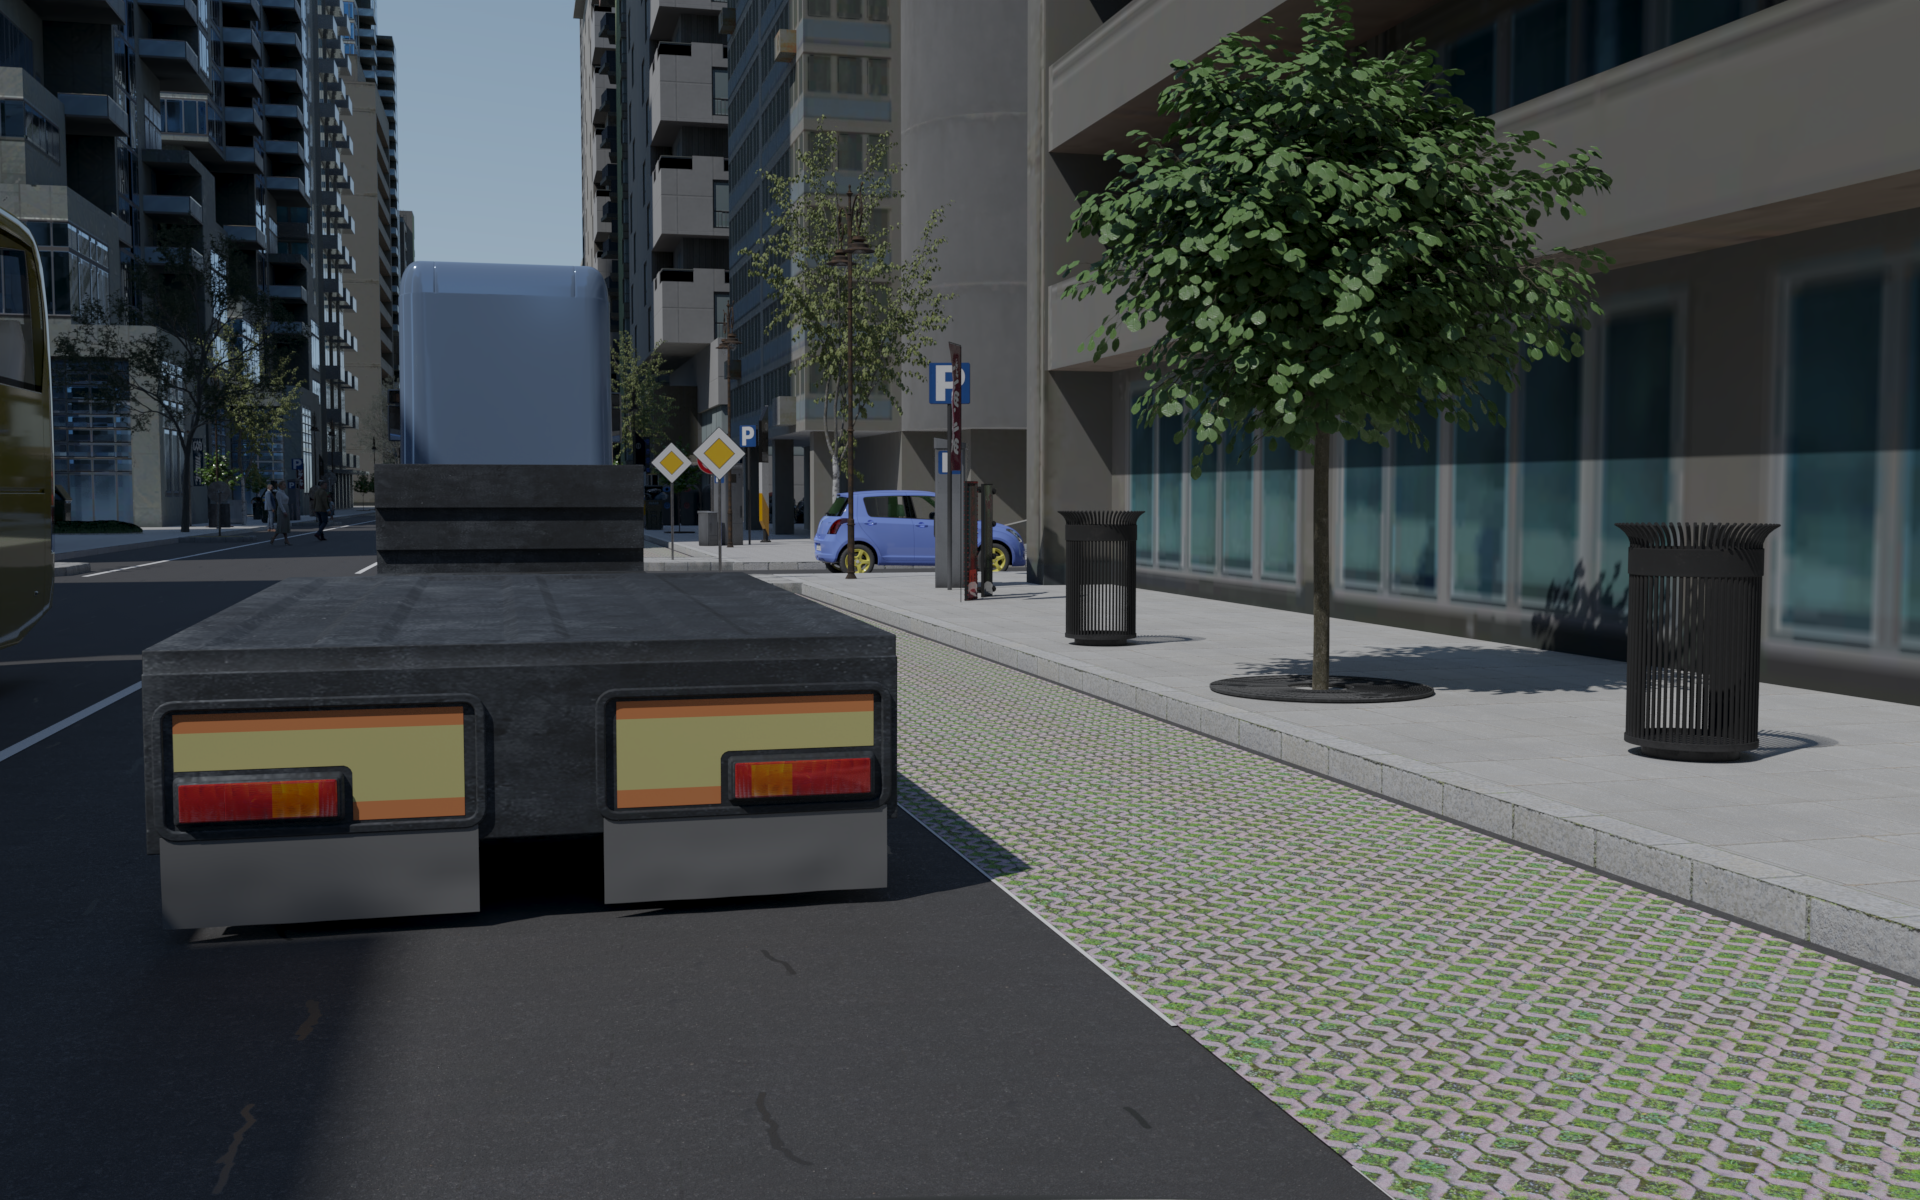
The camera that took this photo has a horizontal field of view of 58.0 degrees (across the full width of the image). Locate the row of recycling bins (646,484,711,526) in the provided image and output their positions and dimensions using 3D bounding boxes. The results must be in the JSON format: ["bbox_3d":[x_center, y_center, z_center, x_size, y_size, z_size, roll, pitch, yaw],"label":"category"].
[{"bbox_3d":[-11.474,-3.888,70.682,3.534,1.692,1.069,0,4,4],"label":"row of recycling bins"}]

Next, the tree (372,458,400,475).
[{"bbox_3d":[-51.905,-10.643,157.719,4.285,4.588,4.351,0,3,0],"label":"tree"}]

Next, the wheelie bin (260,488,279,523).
[{"bbox_3d":[-30.645,-4.226,77.005,0.693,1.594,0.980,0,4,-1],"label":"wheelie bin"}]

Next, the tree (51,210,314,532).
[{"bbox_3d":[-25.977,-7.537,57.635,8.767,10.594,7.601,-1,4,-21],"label":"tree"}]

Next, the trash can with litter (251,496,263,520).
[{"bbox_3d":[-35.366,-4.626,87.016,0.624,1.170,1.055,-2,4,-29],"label":"trash can with litter"}]

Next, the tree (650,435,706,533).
[{"bbox_3d":[-9.088,-3.802,56.761,1.663,3.219,1.824,0,3,0],"label":"tree"}]

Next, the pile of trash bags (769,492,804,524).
[{"bbox_3d":[-7.772,-4.371,81.225,1.912,1.369,3.447,-3,5,-43],"label":"pile of trash bags"}]

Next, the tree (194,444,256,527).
[{"bbox_3d":[-28.481,-4.419,66.849,1.663,3.219,1.824,0,3,0],"label":"tree"}]

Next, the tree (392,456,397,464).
[{"bbox_3d":[-61.060,-14.805,192.423,4.737,8.622,4.395,0,3,0],"label":"tree"}]

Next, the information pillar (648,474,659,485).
[{"bbox_3d":[-11.159,-3.582,63.060,0.304,2.012,0.304,-3,4,-36],"label":"information pillar"}]

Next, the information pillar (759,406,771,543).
[{"bbox_3d":[-5.182,-3.330,45.808,0.183,3.616,0.504,1,4,15],"label":"information pillar"}]

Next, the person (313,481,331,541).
[{"bbox_3d":[-19.602,-2.740,53.217,0.656,1.842,0.836,0,4,5],"label":"person"}]

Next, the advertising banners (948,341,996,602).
[{"bbox_3d":[0.144,-1.513,20.928,0.090,3.025,2.074,1,4,16],"label":"advertising banners"}]

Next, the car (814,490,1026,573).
[{"bbox_3d":[-0.688,-1.266,30.296,3.694,1.707,1.945,-1,4,-15],"label":"car"}]

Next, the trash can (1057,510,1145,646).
[{"bbox_3d":[1.202,-0.191,14.773,0.748,1.137,0.748,0,3,0],"label":"trash can"}]

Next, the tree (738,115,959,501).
[{"bbox_3d":[-2.269,-5.160,34.736,4.737,8.622,4.395,0,3,0],"label":"tree"}]

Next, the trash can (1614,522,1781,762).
[{"bbox_3d":[3.587,0.194,8.474,0.748,1.137,0.748,0,3,0],"label":"trash can"}]

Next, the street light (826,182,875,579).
[{"bbox_3d":[-1.647,-3.257,26.035,0.468,5.910,1.993,-1,4,-14],"label":"street light"}]

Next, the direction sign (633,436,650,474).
[{"bbox_3d":[-12.471,-4.640,67.854,0.379,3.537,0.876,3,4,37],"label":"direction sign"}]

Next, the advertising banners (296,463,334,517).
[{"bbox_3d":[-36.852,-6.280,98.857,2.074,3.025,0.090,-1,4,-14],"label":"advertising banners"}]

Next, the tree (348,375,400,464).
[{"bbox_3d":[-57.541,-16.357,177.802,12.009,13.543,11.850,0,3,0],"label":"tree"}]

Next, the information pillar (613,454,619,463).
[{"bbox_3d":[-20.183,-6.732,101.422,0.504,3.616,0.183,-3,5,-40],"label":"information pillar"}]

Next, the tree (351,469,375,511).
[{"bbox_3d":[-45.228,-8.375,131.525,1.663,3.219,1.824,0,3,0],"label":"tree"}]

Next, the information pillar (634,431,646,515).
[{"bbox_3d":[-11.868,-4.456,64.207,0.183,3.616,0.504,3,5,44],"label":"information pillar"}]

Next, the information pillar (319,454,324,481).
[{"bbox_3d":[-37.556,-6.761,101.890,0.183,3.616,0.504,0,4,4],"label":"information pillar"}]

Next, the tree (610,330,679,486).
[{"bbox_3d":[-14.371,-7.763,77.295,4.737,8.622,4.395,0,3,0],"label":"tree"}]

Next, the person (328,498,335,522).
[{"bbox_3d":[-32.074,-4.599,88.370,0.352,1.250,0.332,0,4,3],"label":"person"}]

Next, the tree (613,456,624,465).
[{"bbox_3d":[-17.175,-5.636,86.748,1.663,3.219,1.824,0,3,0],"label":"tree"}]

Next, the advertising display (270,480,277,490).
[{"bbox_3d":[-31.950,-4.617,80.695,0.123,1.923,0.974,-2,4,-32],"label":"advertising display"}]

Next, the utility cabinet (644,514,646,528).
[{"bbox_3d":[-11.728,-3.300,65.115,1.020,1.237,0.306,-2,4,-30],"label":"utility cabinet"}]

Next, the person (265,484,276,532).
[{"bbox_3d":[-26.276,-3.506,66.005,0.419,1.800,0.721,-2,4,-31],"label":"person"}]

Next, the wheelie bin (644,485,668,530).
[{"bbox_3d":[-10.940,-3.312,62.051,0.980,1.594,0.693,-1,4,-10],"label":"wheelie bin"}]

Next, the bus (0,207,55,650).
[{"bbox_3d":[-6.648,-0.972,7.447,2.896,3.916,12.252,-1,4,-16],"label":"bus"}]

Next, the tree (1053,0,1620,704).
[{"bbox_3d":[2.306,-1.683,11.226,4.285,4.588,4.351,0,3,0],"label":"tree"}]

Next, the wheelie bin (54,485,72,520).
[{"bbox_3d":[-30.145,-3.057,57.891,0.693,1.594,0.980,0,4,-8],"label":"wheelie bin"}]

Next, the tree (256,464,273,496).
[{"bbox_3d":[-40.024,-6.335,98.178,1.663,3.219,1.824,0,3,0],"label":"tree"}]

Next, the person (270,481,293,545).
[{"bbox_3d":[-18.979,-2.424,48.360,0.641,1.798,0.478,0,4,8],"label":"person"}]

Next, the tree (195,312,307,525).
[{"bbox_3d":[-29.199,-7.377,70.975,4.737,8.622,4.395,0,3,0],"label":"tree"}]
